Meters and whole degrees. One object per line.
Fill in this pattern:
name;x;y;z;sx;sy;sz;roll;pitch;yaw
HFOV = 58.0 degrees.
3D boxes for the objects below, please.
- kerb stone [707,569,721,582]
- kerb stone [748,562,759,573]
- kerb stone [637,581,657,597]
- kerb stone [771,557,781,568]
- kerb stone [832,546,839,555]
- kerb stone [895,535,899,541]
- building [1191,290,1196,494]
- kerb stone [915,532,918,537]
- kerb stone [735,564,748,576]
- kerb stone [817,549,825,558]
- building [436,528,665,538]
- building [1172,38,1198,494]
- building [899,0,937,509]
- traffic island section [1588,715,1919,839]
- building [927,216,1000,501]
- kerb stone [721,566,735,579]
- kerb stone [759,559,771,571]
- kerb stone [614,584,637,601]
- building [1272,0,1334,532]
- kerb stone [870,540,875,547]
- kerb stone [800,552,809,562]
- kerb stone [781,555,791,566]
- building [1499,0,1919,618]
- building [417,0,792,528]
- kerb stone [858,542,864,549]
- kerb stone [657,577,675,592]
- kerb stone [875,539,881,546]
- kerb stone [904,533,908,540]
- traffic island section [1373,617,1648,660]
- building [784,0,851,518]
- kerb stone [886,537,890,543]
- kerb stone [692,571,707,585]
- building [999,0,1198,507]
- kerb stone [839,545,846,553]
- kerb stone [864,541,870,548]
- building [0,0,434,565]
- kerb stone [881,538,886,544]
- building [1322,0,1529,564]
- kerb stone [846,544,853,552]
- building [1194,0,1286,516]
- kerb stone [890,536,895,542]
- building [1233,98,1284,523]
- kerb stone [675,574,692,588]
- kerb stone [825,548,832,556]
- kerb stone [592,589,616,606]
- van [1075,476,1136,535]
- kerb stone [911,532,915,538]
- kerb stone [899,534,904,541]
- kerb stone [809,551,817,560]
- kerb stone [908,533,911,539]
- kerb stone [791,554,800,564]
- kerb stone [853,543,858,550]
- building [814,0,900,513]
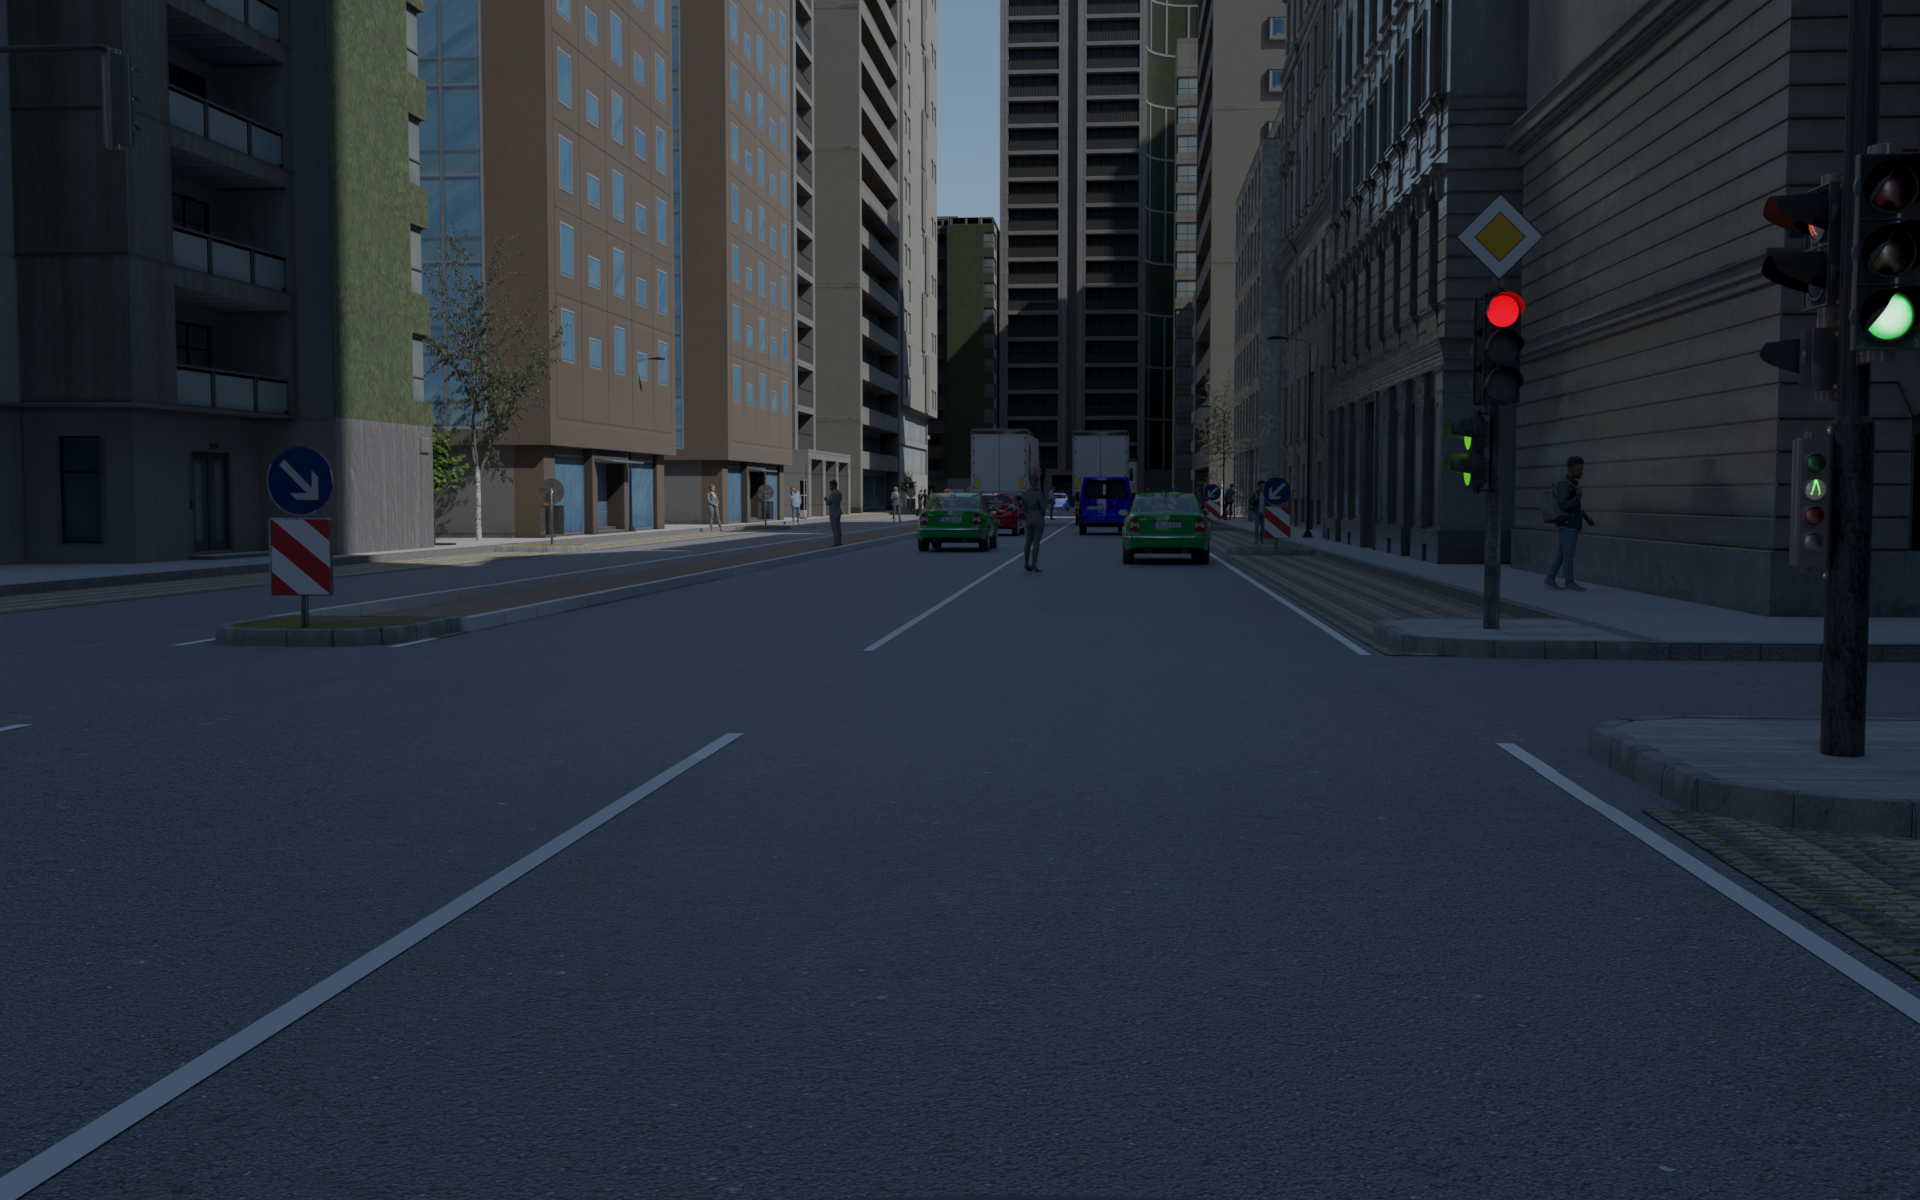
kerb stone;-4.168;-0.396;28.677;0.120;0.150;1.000;0;4;5
kerb stone;-3.885;-0.584;31.738;0.120;0.150;1.000;0;4;5
kerb stone;-4.536;-0.147;24.598;0.120;0.150;1.000;0;4;5
kerb stone;-3.703;-0.707;33.789;0.120;0.150;1.000;0;4;5
kerb stone;-3.055;-1.146;40.937;0.120;0.150;1.000;0;4;5
kerb stone;-2.033;-1.833;52.161;0.120;0.150;1.000;0;4;5
building;32.920;-17.880;137.370;27.650;21.520;28.899;0;4;5
kerb stone;-1.563;-2.145;57.264;0.120;0.150;1.000;0;4;5
kerb stone;-3.975;-0.521;30.718;0.120;0.150;1.000;0;4;5
kerb stone;-3.233;-1.021;38.884;0.120;0.150;1.000;0;4;5
building;-17.986;-24.839;56.223;14.600;45.320;14.200;0;4;5
building;26.620;-29.069;158.878;14.154;41.232;14.086;0;4;5
building;-16.327;-34.647;155.715;27.495;52.752;28.713;0;4;5
traffic island section;4.362;0.840;8.554;2.009;0.180;2.903;0;4;5
building;-2.758;-25.157;183.021;14.107;30.474;14.160;0;4;5
kerb stone;-4.072;-0.459;29.695;0.120;0.150;1.000;0;4;5
kerb stone;-3.786;-0.647;32.770;0.120;0.150;1.000;0;4;5
kerb stone;-4.630;-0.085;23.580;0.120;0.150;1.000;0;4;5
building;18.193;-16.121;60.850;12.463;27.353;25.104;0;4;5
kerb stone;-2.501;-1.520;47.046;0.120;0.150;1.000;0;4;5
kerb stone;-3.417;-0.896;36.845;0.120;0.150;1.000;0;4;5
kerb stone;-3.599;-0.771;34.809;0.120;0.150;1.000;0;4;5
building;25.776;-12.345;20.932;34.723;24.649;14.460;0;4;5
building;-15.837;-26.188;78.278;14.600;45.320;14.200;0;4;5
kerb stone;-2.684;-1.395;45.009;0.120;0.150;1.000;0;4;5
kerb stone;-4.440;-0.208;25.616;0.120;0.150;1.000;0;4;5
kerb stone;-2.404;-1.582;48.067;0.120;0.150;1.000;0;4;5
kerb stone;-1.833;-1.958;54.206;0.120;0.150;1.000;0;4;5
traffic island section;5.085;0.353;16.506;2.009;0.180;2.903;0;4;5
building;-17.472;-40.687;103.486;20.563;71.187;20.611;0;4;5
kerb stone;-2.215;-1.708;50.123;0.120;0.150;1.000;0;4;5
kerb stone;-4.256;-0.334;27.659;0.120;0.150;1.000;0;4;5
building;15.070;-45.643;184.511;20.611;71.187;20.563;0;4;5
kerb stone;-2.953;-1.208;41.954;0.120;0.150;1.000;0;4;5
kerb stone;-2.583;-1.458;46.027;0.120;0.150;1.000;0;4;5
building;-20.203;-21.436;34.070;14.154;41.232;14.086;0;4;5
kerb stone;-2.308;-1.645;49.096;0.120;0.150;1.000;0;4;5
building;14.199;-11.641;39.483;9.793;20.994;18.267;0;4;5
kerb stone;-2.864;-1.269;42.973;0.120;0.150;1.000;0;4;5
building;26.440;-29.833;111.469;21.300;48.544;21.600;0;4;5
kerb stone;-2.126;-1.770;51.142;0.120;0.150;1.000;0;4;5
building;18.816;-13.905;82.092;10.420;20.320;16.860;0;4;5
kerb stone;-4.350;-0.272;26.641;0.120;0.150;1.000;0;4;5
kerb stone;-3.150;-1.084;39.913;0.120;0.150;1.000;0;4;5
kerb stone;-4.724;-0.020;22.562;0.120;0.150;1.000;0;4;5
van;5.239;-3.544;62.325;2.240;2.365;5.245;0;4;5
kerb stone;-1.664;-2.081;56.244;0.120;0.150;1.000;0;4;5
kerb stone;-1.933;-1.893;53.181;0.120;0.150;1.000;0;4;5
kerb stone;-3.326;-0.958;37.866;0.120;0.150;1.000;0;4;5
kerb stone;-1.755;-2.020;55.226;0.120;0.150;1.000;0;4;5
kerb stone;-3.514;-0.834;35.828;0.120;0.150;1.000;0;4;5
kerb stone;-2.777;-1.333;43.991;0.120;0.150;1.000;0;4;5
building;-16.258;-30.674;125.220;21.300;48.544;21.600;0;4;5
